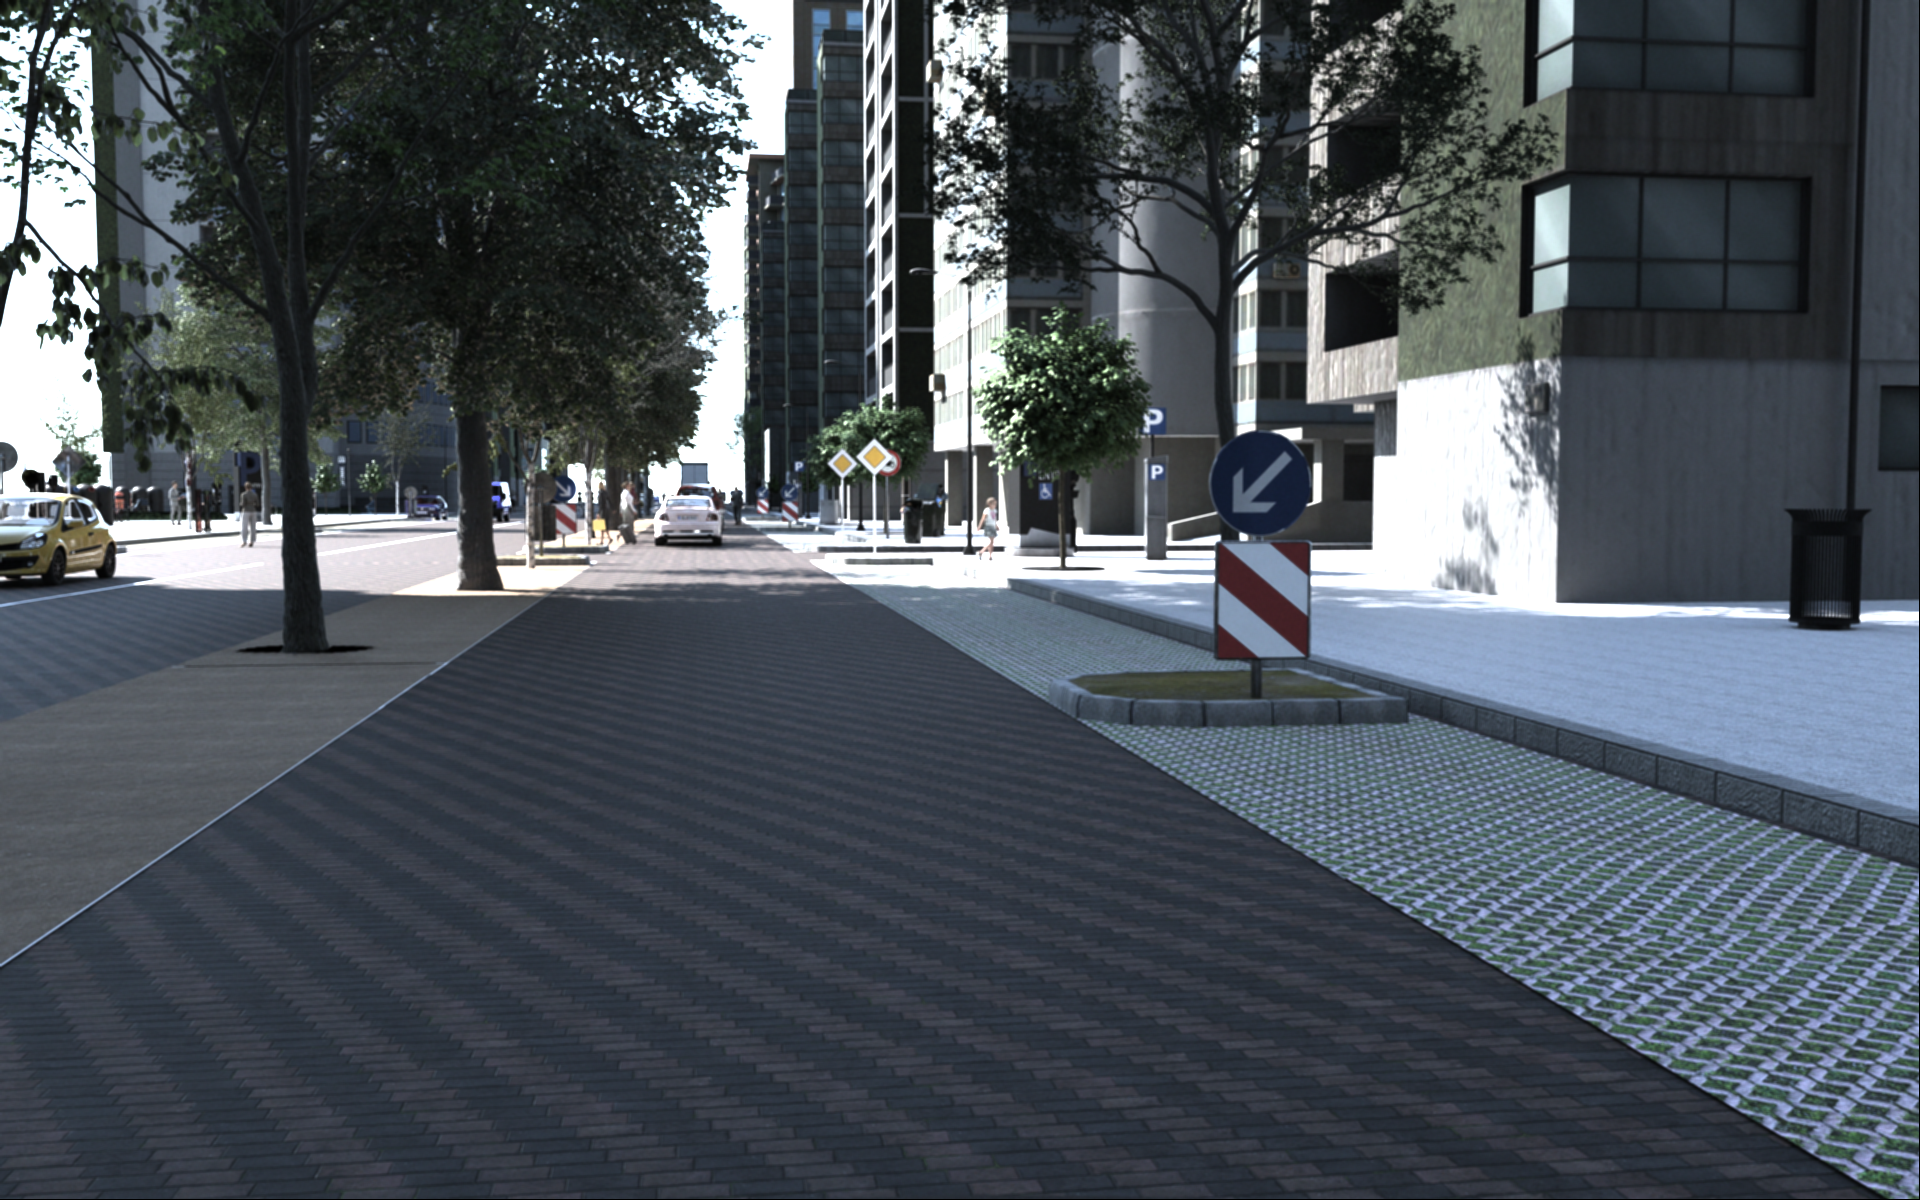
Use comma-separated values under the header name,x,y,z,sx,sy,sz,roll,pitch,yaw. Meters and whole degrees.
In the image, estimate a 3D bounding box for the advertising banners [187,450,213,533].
name,x,y,z,sx,sy,sz,roll,pitch,yaw
advertising banners,-25.273,-3.747,57.444,0.090,3.025,2.074,0,4,-2

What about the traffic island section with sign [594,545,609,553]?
name,x,y,z,sx,sy,sz,roll,pitch,yaw
traffic island section with sign,-9.688,-2.104,42.545,2.006,1.907,1.989,-1,4,-9

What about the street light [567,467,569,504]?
name,x,y,z,sx,sy,sz,roll,pitch,yaw
street light,-51.082,-15.625,228.017,1.470,5.913,1.316,-1,4,-9

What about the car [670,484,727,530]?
name,x,y,z,sx,sy,sz,roll,pitch,yaw
car,-10.522,-3.723,69.539,2.281,1.827,5.304,0,4,-7

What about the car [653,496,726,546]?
name,x,y,z,sx,sy,sz,roll,pitch,yaw
car,-7.717,-2.262,49.338,2.083,1.381,4.827,0,4,-8

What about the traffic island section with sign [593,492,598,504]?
name,x,y,z,sx,sy,sz,roll,pitch,yaw
traffic island section with sign,-52.665,-14.662,248.345,1.989,1.847,2.006,-1,4,-9

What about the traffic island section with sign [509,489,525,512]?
name,x,y,z,sx,sy,sz,roll,pitch,yaw
traffic island section with sign,-36.207,-8.040,140.083,1.989,1.847,2.006,-1,4,-9

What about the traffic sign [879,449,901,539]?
name,x,y,z,sx,sy,sz,roll,pitch,yaw
traffic sign,-2.060,-3.008,49.284,0.768,2.556,0.104,0,4,-6

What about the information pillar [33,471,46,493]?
name,x,y,z,sx,sy,sz,roll,pitch,yaw
information pillar,-29.939,-3.171,56.345,0.304,2.012,0.304,3,4,38

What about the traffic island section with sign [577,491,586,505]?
name,x,y,z,sx,sy,sz,roll,pitch,yaw
traffic island section with sign,-48.583,-13.019,221.483,1.989,1.847,2.006,-1,4,-9

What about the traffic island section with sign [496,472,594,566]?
name,x,y,z,sx,sy,sz,roll,pitch,yaw
traffic island section with sign,-8.585,-1.656,35.220,2.006,1.907,1.989,-1,4,-9

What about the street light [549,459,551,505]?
name,x,y,z,sx,sy,sz,roll,pitch,yaw
street light,-46.623,-13.864,199.208,1.470,5.913,1.316,-1,4,-9

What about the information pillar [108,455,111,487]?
name,x,y,z,sx,sy,sz,roll,pitch,yaw
information pillar,-50.844,-6.864,103.587,0.183,3.616,0.504,-1,4,-20

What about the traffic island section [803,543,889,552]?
name,x,y,z,sx,sy,sz,roll,pitch,yaw
traffic island section,-2.927,-1.323,43.911,2.009,0.180,2.903,-1,4,-9

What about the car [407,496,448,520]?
name,x,y,z,sx,sy,sz,roll,pitch,yaw
car,-29.166,-5.032,94.860,1.945,1.354,3.894,-1,4,-8

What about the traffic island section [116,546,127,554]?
name,x,y,z,sx,sy,sz,roll,pitch,yaw
traffic island section,-21.160,-1.154,41.155,2.009,0.180,2.903,-1,4,-9

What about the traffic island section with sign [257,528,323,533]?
name,x,y,z,sx,sy,sz,roll,pitch,yaw
traffic island section with sign,-24.600,-3.369,63.719,1.989,1.847,2.006,-1,4,-9

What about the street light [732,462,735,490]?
name,x,y,z,sx,sy,sz,roll,pitch,yaw
street light,-28.160,-15.097,219.377,1.470,5.913,1.316,-1,4,-9

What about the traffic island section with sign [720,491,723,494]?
name,x,y,z,sx,sy,sz,roll,pitch,yaw
traffic island section with sign,-22.343,-9.835,169.436,1.989,1.847,2.006,-1,4,-9

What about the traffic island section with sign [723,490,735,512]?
name,x,y,z,sx,sy,sz,roll,pitch,yaw
traffic island section with sign,-18.257,-8.193,142.582,1.989,1.847,2.006,-1,4,-9

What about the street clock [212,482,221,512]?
name,x,y,z,sx,sy,sz,roll,pitch,yaw
street clock,-42.971,-5.848,100.179,0.358,2.002,0.471,2,4,29

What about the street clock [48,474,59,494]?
name,x,y,z,sx,sy,sz,roll,pitch,yaw
street clock,-32.940,-3.571,62.948,0.358,2.002,0.471,-3,5,-43

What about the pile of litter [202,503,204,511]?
name,x,y,z,sx,sy,sz,roll,pitch,yaw
pile of litter,-39.666,-4.679,90.470,1.719,0.858,1.176,2,4,28

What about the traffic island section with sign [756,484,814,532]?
name,x,y,z,sx,sy,sz,roll,pitch,yaw
traffic island section with sign,-6.654,-3.523,66.237,1.989,1.847,2.006,-1,4,-9

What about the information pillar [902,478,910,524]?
name,x,y,z,sx,sy,sz,roll,pitch,yaw
information pillar,-2.316,-4.242,73.847,0.304,2.012,0.304,-1,4,-12

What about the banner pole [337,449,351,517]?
name,x,y,z,sx,sy,sz,roll,pitch,yaw
banner pole,-34.144,-6.493,96.184,0.863,3.779,0.401,0,4,3

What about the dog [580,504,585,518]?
name,x,y,z,sx,sy,sz,roll,pitch,yaw
dog,-23.140,-5.449,105.925,0.513,0.831,0.800,0,4,8

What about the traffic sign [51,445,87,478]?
name,x,y,z,sx,sy,sz,roll,pitch,yaw
traffic sign,-21.138,-2.379,41.092,0.795,2.593,0.064,-1,4,-9

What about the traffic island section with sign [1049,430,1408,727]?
name,x,y,z,sx,sy,sz,roll,pitch,yaw
traffic island section with sign,1.655,-0.178,11.541,1.989,1.847,2.006,-1,4,-9

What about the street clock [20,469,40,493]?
name,x,y,z,sx,sy,sz,roll,pitch,yaw
street clock,-26.459,-2.739,49.345,0.471,2.002,0.358,-3,4,-38

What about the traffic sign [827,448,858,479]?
name,x,y,z,sx,sy,sz,roll,pitch,yaw
traffic sign,-2.949,-2.546,43.825,0.795,2.593,0.064,-1,4,-9

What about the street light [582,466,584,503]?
name,x,y,z,sx,sy,sz,roll,pitch,yaw
street light,-55.344,-17.374,256.609,1.470,5.913,1.316,-1,4,-9

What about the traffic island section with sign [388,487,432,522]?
name,x,y,z,sx,sy,sz,roll,pitch,yaw
traffic island section with sign,-28.658,-4.999,90.368,1.989,1.847,2.006,-1,4,-9

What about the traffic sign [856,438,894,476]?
name,x,y,z,sx,sy,sz,roll,pitch,yaw
traffic sign,-1.749,-2.064,35.930,0.795,2.593,0.064,-1,4,-9

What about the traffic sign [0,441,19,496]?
name,x,y,z,sx,sy,sz,roll,pitch,yaw
traffic sign,-22.922,-2.530,41.467,0.768,2.556,0.104,0,4,-5

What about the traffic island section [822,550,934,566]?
name,x,y,z,sx,sy,sz,roll,pitch,yaw
traffic island section,-1.727,-0.840,36.016,2.009,0.180,2.903,-1,4,-9

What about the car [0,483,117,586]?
name,x,y,z,sx,sy,sz,roll,pitch,yaw
car,-15.135,-1.096,28.147,2.015,1.641,3.980,-1,4,-10

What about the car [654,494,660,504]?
name,x,y,z,sx,sy,sz,roll,pitch,yaw
car,-43.504,-14.490,246.494,1.945,1.707,3.694,-1,4,-9

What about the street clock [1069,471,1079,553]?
name,x,y,z,sx,sy,sz,roll,pitch,yaw
street clock,2.414,-2.010,37.441,0.358,2.002,0.471,-1,4,-12

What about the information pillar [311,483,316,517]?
name,x,y,z,sx,sy,sz,roll,pitch,yaw
information pillar,-36.085,-5.630,96.538,0.304,2.012,0.304,-1,4,-23

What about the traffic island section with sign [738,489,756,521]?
name,x,y,z,sx,sy,sz,roll,pitch,yaw
traffic island section with sign,-10.748,-5.170,93.153,1.989,1.847,2.006,-1,4,-9

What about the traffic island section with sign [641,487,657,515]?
name,x,y,z,sx,sy,sz,roll,pitch,yaw
traffic island section with sign,-20.987,-6.648,116.832,2.006,1.907,1.989,-1,4,-9

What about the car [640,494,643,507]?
name,x,y,z,sx,sy,sz,roll,pitch,yaw
car,-31.981,-9.876,171.692,2.015,1.641,3.980,-1,4,-9
